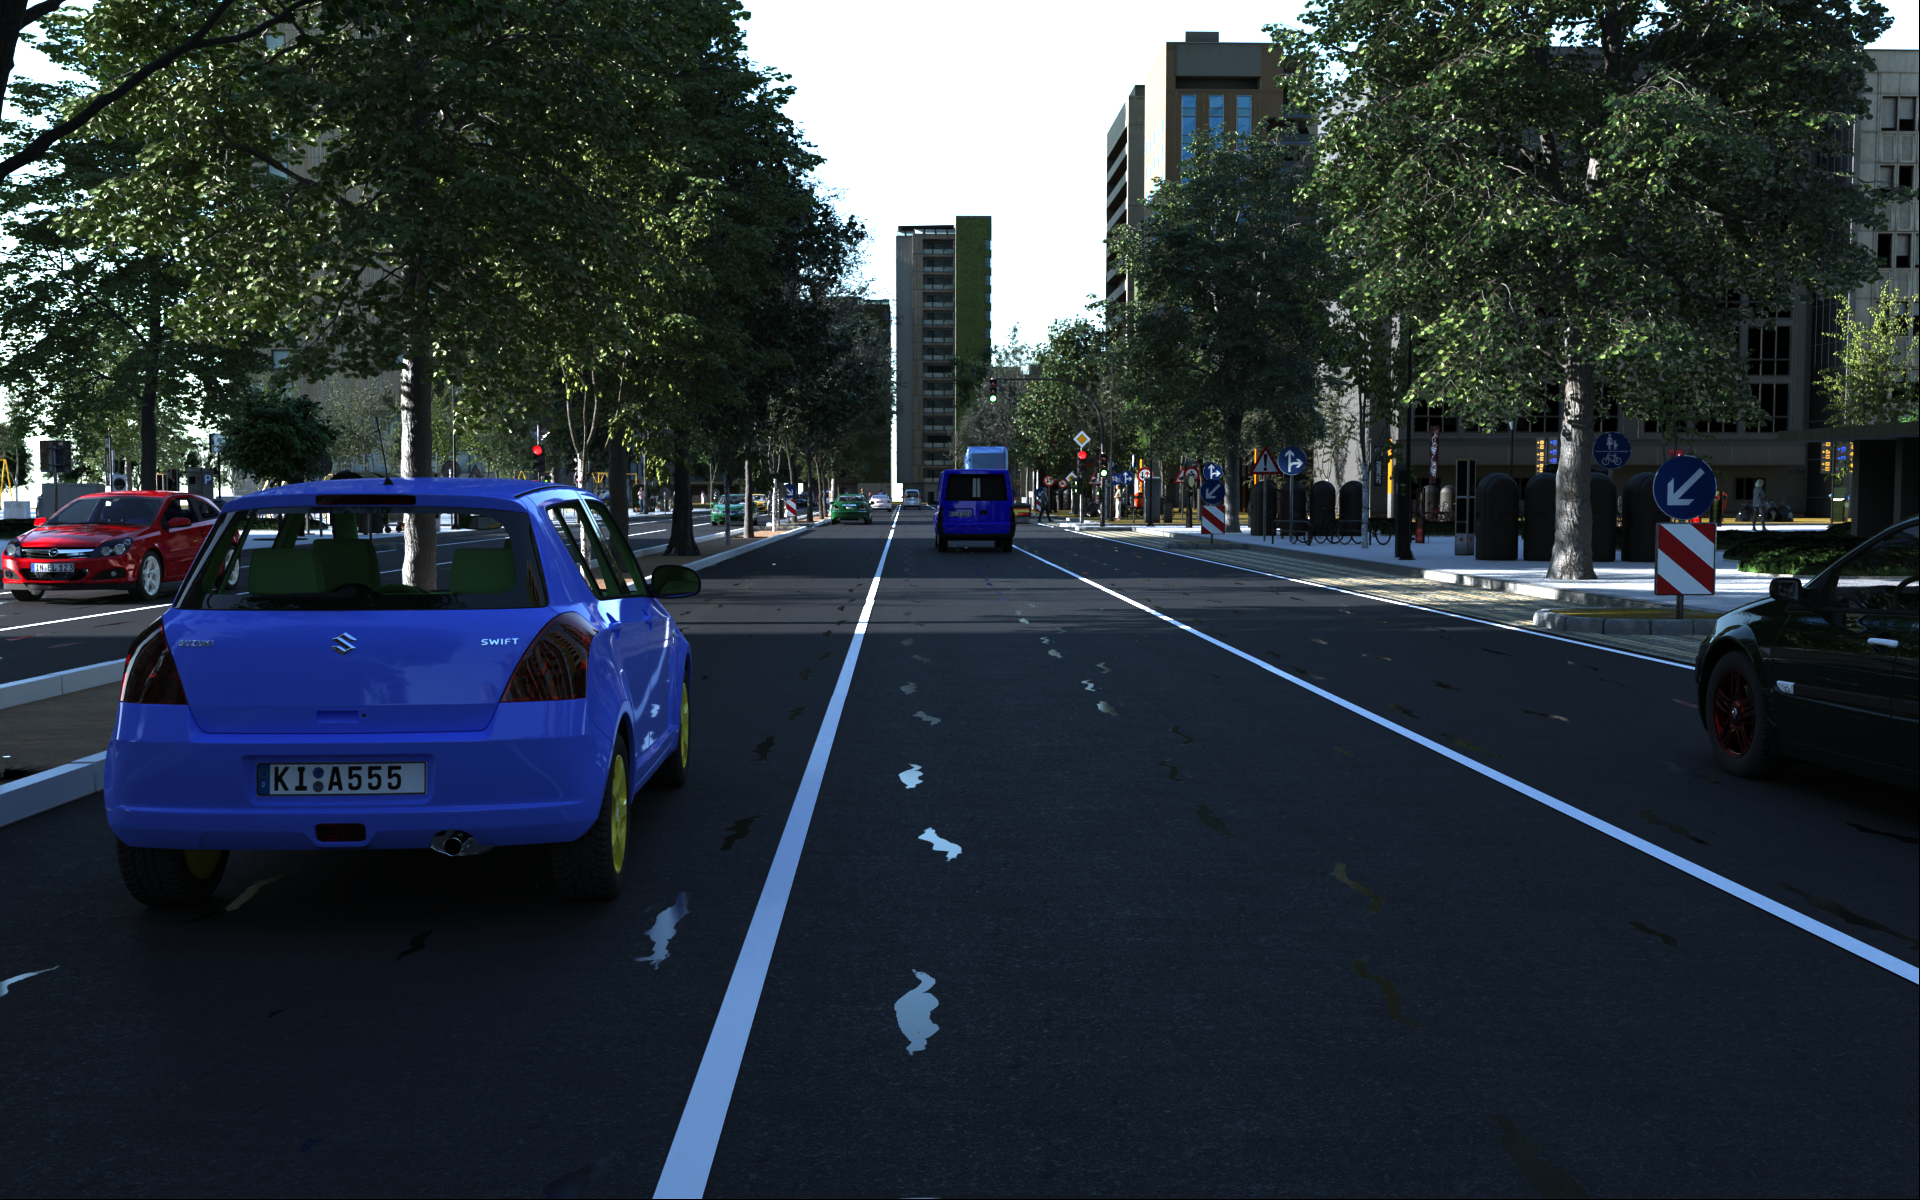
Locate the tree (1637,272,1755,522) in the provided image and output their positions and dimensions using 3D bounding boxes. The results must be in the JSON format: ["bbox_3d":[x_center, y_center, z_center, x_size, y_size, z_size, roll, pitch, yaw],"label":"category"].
[{"bbox_3d":[22.351,-6.350,54.180,4.737,8.622,4.395,0,3,0],"label":"tree"}]

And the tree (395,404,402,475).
[{"bbox_3d":[-44.193,-11.359,136.082,4.360,8.622,3.978,0,3,0],"label":"tree"}]

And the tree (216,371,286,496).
[{"bbox_3d":[-40.939,-9.206,100.887,4.360,8.622,3.978,0,3,0],"label":"tree"}]

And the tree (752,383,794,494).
[{"bbox_3d":[-6.380,-5.789,47.464,4.737,8.622,4.395,0,3,0],"label":"tree"}]

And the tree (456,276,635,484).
[{"bbox_3d":[-20.352,-10.992,86.370,9.857,13.997,8.962,0,3,0],"label":"tree"}]

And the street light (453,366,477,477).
[{"bbox_3d":[-17.639,-5.489,62.291,1.470,5.913,1.316,0,4,-2],"label":"street light"}]

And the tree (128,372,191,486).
[{"bbox_3d":[-46.269,-9.105,99.230,4.360,8.622,3.978,0,3,0],"label":"tree"}]

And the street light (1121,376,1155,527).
[{"bbox_3d":[6.989,-5.851,68.211,1.470,5.913,1.316,0,4,-2],"label":"street light"}]

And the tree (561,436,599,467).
[{"bbox_3d":[-32.303,-11.924,145.315,4.360,8.622,3.978,0,3,0],"label":"tree"}]

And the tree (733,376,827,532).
[{"bbox_3d":[-7.073,-6.913,65.840,4.360,8.622,3.978,0,3,0],"label":"tree"}]

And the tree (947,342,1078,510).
[{"bbox_3d":[5.367,-13.952,138.478,12.009,13.543,11.850,0,3,0],"label":"tree"}]

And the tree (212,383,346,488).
[{"bbox_3d":[-18.971,-3.950,48.302,4.285,4.588,4.351,0,3,0],"label":"tree"}]

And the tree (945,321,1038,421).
[{"bbox_3d":[4.259,-20.507,191.180,12.611,20.169,13.585,0,3,0],"label":"tree"}]

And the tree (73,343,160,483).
[{"bbox_3d":[-40.596,-8.118,83.085,4.737,8.622,4.395,0,3,0],"label":"tree"}]

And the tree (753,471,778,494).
[{"bbox_3d":[-23.546,-13.708,207.844,4.285,4.588,4.351,0,3,0],"label":"tree"}]

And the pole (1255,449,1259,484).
[{"bbox_3d":[13.442,-5.177,78.481,0.158,3.312,0.155,0,3,0],"label":"pole"}]

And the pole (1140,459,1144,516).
[{"bbox_3d":[10.647,-6.586,101.521,0.158,3.312,0.155,0,3,0],"label":"pole"}]

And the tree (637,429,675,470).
[{"bbox_3d":[-21.892,-12.541,139.450,7.601,10.594,8.767,3,4,39],"label":"tree"}]

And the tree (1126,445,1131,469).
[{"bbox_3d":[15.241,-12.102,148.237,4.737,8.622,4.395,0,3,0],"label":"tree"}]

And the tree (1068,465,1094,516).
[{"bbox_3d":[7.020,-6.455,100.141,1.663,3.219,1.824,0,3,0],"label":"tree"}]

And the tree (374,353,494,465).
[{"bbox_3d":[-33.027,-10.777,110.620,7.601,10.594,8.767,1,4,9],"label":"tree"}]

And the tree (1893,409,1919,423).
[{"bbox_3d":[36.070,-4.997,65.419,4.285,4.588,4.351,0,3,0],"label":"tree"}]

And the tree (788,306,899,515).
[{"bbox_3d":[-8.517,-12.674,116.333,9.857,13.997,8.962,0,3,0],"label":"tree"}]

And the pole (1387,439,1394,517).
[{"bbox_3d":[16.074,-4.329,64.629,0.158,3.312,0.155,0,3,0],"label":"pole"}]

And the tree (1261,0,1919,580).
[{"bbox_3d":[9.320,-7.294,25.919,9.857,13.997,8.962,0,3,0],"label":"tree"}]

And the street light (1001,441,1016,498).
[{"bbox_3d":[4.286,-10.924,151.154,1.470,5.913,1.316,0,4,-2],"label":"street light"}]

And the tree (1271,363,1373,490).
[{"bbox_3d":[18.319,-8.300,86.065,4.360,8.622,3.978,0,3,0],"label":"tree"}]

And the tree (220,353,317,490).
[{"bbox_3d":[-35.907,-8.519,89.653,4.737,8.622,4.395,0,3,0],"label":"tree"}]

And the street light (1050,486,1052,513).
[{"bbox_3d":[5.537,-8.803,116.462,1.470,5.913,1.316,0,4,-2],"label":"street light"}]

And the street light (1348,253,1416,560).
[{"bbox_3d":[8.185,-3.736,33.622,1.470,5.913,1.316,0,4,-2],"label":"street light"}]

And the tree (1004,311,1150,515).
[{"bbox_3d":[7.192,-11.705,108.384,9.611,12.733,9.660,0,3,0],"label":"tree"}]

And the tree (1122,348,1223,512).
[{"bbox_3d":[15.673,-11.947,121.095,9.928,11.665,9.643,0,3,0],"label":"tree"}]

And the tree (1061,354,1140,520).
[{"bbox_3d":[7.277,-8.367,87.161,4.360,8.622,3.978,0,3,0],"label":"tree"}]

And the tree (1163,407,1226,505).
[{"bbox_3d":[15.511,-9.512,105.885,4.737,8.622,4.395,0,3,0],"label":"tree"}]

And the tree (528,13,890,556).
[{"bbox_3d":[-6.466,-7.377,40.072,9.611,12.733,9.660,0,3,0],"label":"tree"}]

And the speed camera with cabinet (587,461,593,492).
[{"bbox_3d":[-20.509,-6.128,94.534,0.660,3.252,2.038,-1,4,-21],"label":"speed camera with cabinet"}]

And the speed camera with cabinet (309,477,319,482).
[{"bbox_3d":[-27.862,-5.008,76.208,2.038,3.252,0.660,-2,4,-34],"label":"speed camera with cabinet"}]

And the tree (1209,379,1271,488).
[{"bbox_3d":[16.291,-8.680,92.283,4.360,8.622,3.978,0,3,0],"label":"tree"}]

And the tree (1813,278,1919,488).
[{"bbox_3d":[31.676,-6.720,60.227,4.737,8.622,4.395,0,3,0],"label":"tree"}]

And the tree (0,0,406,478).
[{"bbox_3d":[-17.633,-7.353,38.348,7.486,12.596,7.792,0,3,0],"label":"tree"}]

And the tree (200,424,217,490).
[{"bbox_3d":[-44.957,-9.582,107.029,4.360,8.622,3.978,0,3,0],"label":"tree"}]

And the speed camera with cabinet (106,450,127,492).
[{"bbox_3d":[-38.358,-5.079,77.371,0.660,3.252,2.038,2,4,34],"label":"speed camera with cabinet"}]

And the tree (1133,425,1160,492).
[{"bbox_3d":[16.840,-11.592,139.885,4.737,8.622,4.395,0,3,0],"label":"tree"}]

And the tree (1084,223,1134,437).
[{"bbox_3d":[8.939,-9.221,57.411,9.857,13.997,8.962,0,3,0],"label":"tree"}]

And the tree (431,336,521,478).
[{"bbox_3d":[-34.223,-13.307,127.934,12.009,13.543,11.850,0,3,0],"label":"tree"}]

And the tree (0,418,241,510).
[{"bbox_3d":[-69.138,-10.813,139.695,20.602,7.101,11.467,-2,4,-33],"label":"tree"}]

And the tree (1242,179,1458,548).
[{"bbox_3d":[9.746,-5.513,40.497,4.737,8.622,4.395,0,3,0],"label":"tree"}]

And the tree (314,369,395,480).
[{"bbox_3d":[-36.009,-9.236,101.366,4.360,8.622,3.978,0,3,0],"label":"tree"}]

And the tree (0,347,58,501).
[{"bbox_3d":[-45.876,-8.145,83.534,4.360,8.622,3.978,0,3,0],"label":"tree"}]

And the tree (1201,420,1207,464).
[{"bbox_3d":[17.479,-10.017,114.144,4.360,8.622,3.978,0,3,0],"label":"tree"}]

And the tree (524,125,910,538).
[{"bbox_3d":[-6.831,-8.742,55.762,12.009,13.543,11.850,0,3,0],"label":"tree"}]

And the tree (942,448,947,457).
[{"bbox_3d":[5.018,-15.902,170.375,12.009,13.543,11.850,0,3,0],"label":"tree"}]

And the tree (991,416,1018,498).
[{"bbox_3d":[4.664,-12.535,155.304,4.360,8.622,3.978,0,3,0],"label":"tree"}]

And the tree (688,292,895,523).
[{"bbox_3d":[-7.441,-8.635,78.044,8.767,10.594,7.601,0,4,-2],"label":"tree"}]
